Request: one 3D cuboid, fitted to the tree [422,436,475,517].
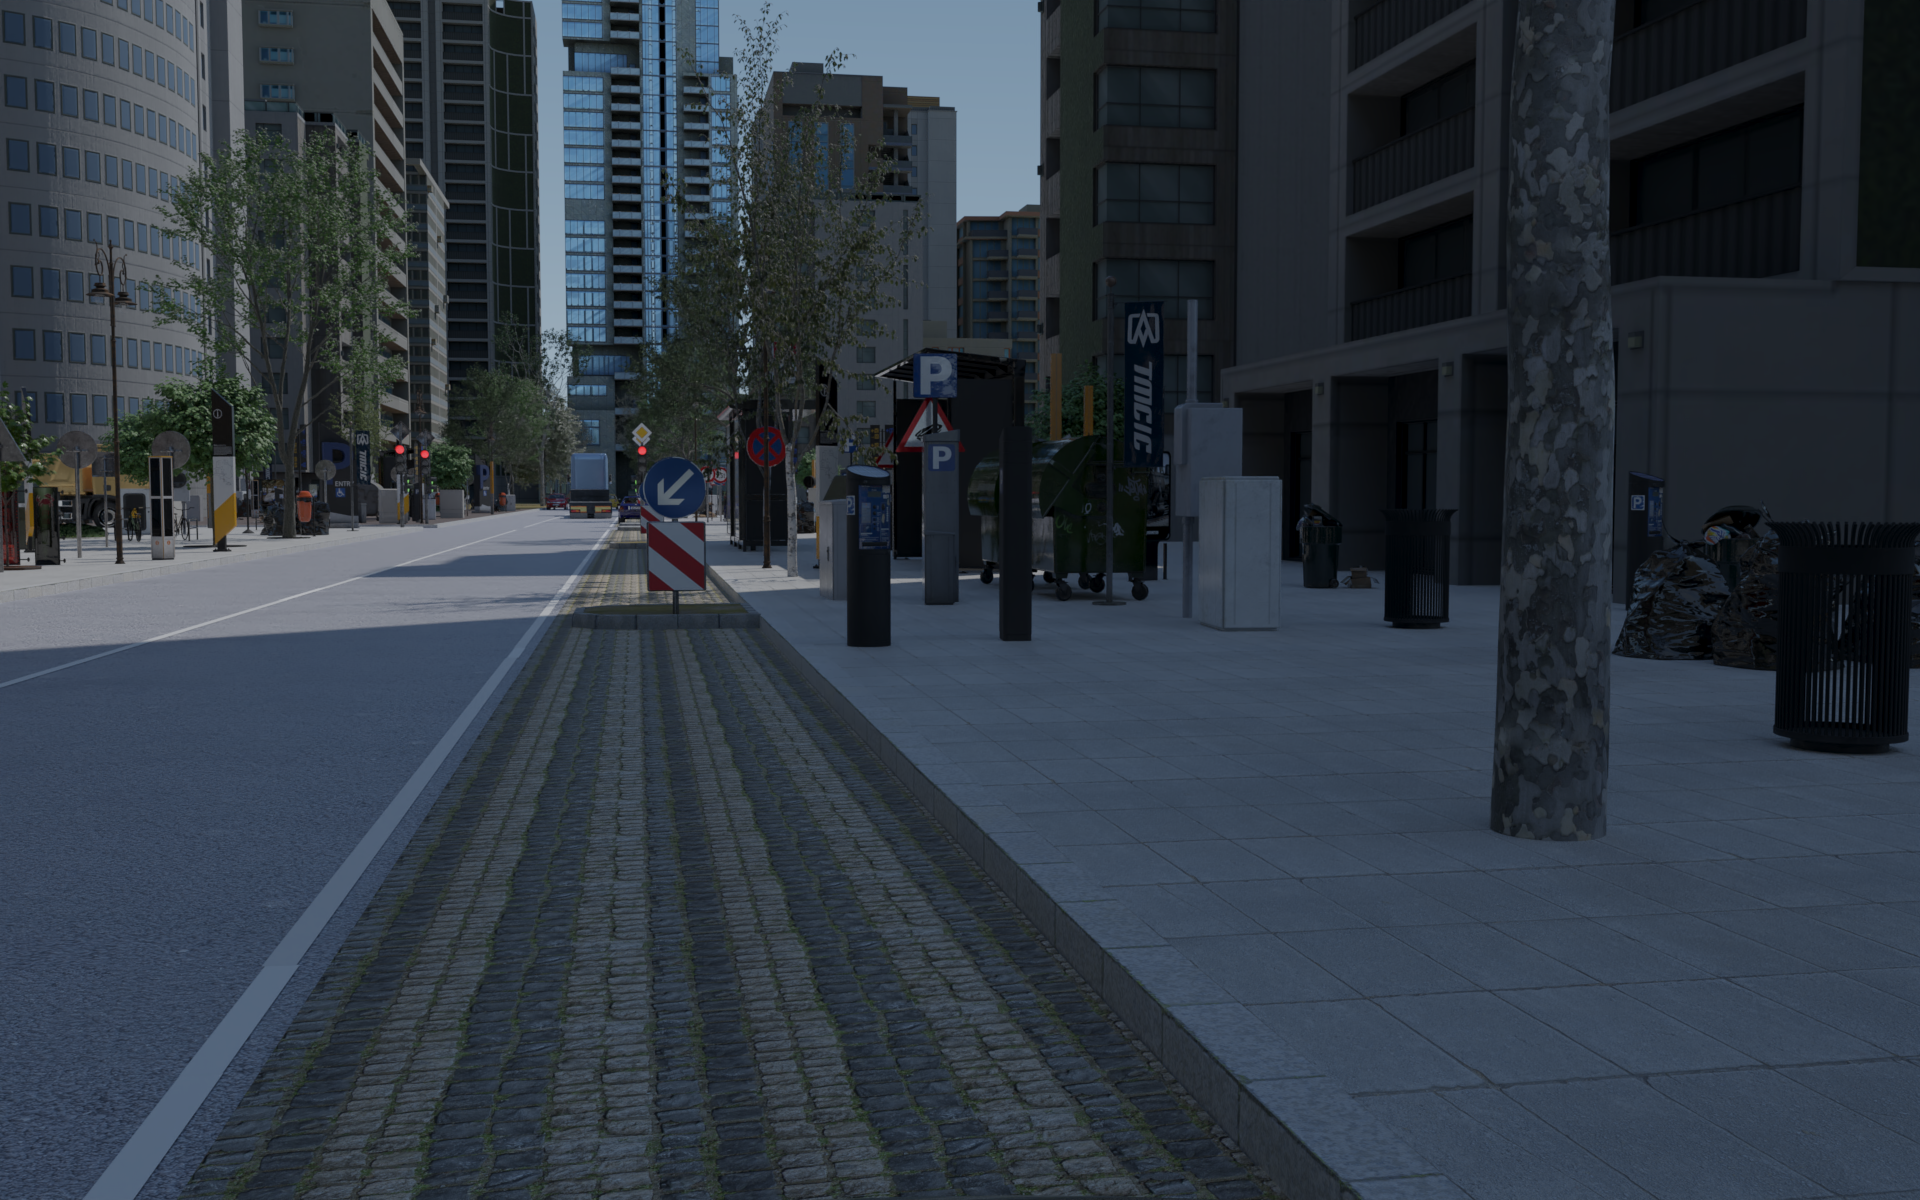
[{"bbox_3d":[-28.969,-6.957,97.459,4.285,4.588,4.351,0,3,0],"label":"tree"}]

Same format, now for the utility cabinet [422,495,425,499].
[{"bbox_3d":[-42.714,-7.759,138.015,0.306,1.237,1.020,0,4,-3],"label":"utility cabinet"}]

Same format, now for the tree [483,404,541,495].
[{"bbox_3d":[-34.548,-11.151,132.677,4.360,8.622,3.978,0,3,0],"label":"tree"}]

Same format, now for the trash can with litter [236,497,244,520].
[{"bbox_3d":[-36.315,-4.553,85.495,1.678,1.210,2.233,2,4,30],"label":"trash can with litter"}]

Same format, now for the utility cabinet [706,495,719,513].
[{"bbox_3d":[-15.651,-6.021,109.602,0.306,1.237,1.020,2,4,24],"label":"utility cabinet"}]

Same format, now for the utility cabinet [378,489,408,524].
[{"bbox_3d":[-24.428,-4.036,74.668,1.173,1.500,0.318,-3,5,-43],"label":"utility cabinet"}]

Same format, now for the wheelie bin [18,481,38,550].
[{"bbox_3d":[-21.726,-1.972,40.156,0.980,1.594,0.693,-2,4,-31],"label":"wheelie bin"}]

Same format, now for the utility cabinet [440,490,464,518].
[{"bbox_3d":[-26.722,-5.043,91.139,1.173,1.500,0.318,0,4,-2],"label":"utility cabinet"}]

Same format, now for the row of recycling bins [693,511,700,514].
[{"bbox_3d":[-17.637,-6.383,111.479,1.069,1.692,3.534,-2,4,-29],"label":"row of recycling bins"}]

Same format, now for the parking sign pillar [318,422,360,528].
[{"bbox_3d":[-23.446,-4.702,65.345,1.447,3.967,1.447,-2,4,-33],"label":"parking sign pillar"}]

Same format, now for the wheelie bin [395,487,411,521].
[{"bbox_3d":[-26.655,-4.568,82.601,0.980,1.594,0.693,2,4,27],"label":"wheelie bin"}]

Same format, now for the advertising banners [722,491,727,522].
[{"bbox_3d":[-10.608,-5.118,79.871,0.090,3.025,2.074,-2,4,-25],"label":"advertising banners"}]

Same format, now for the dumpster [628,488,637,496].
[{"bbox_3d":[-41.949,-13.410,224.203,1.985,2.255,1.502,-1,4,-9],"label":"dumpster"}]

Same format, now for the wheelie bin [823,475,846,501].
[{"bbox_3d":[-1.876,-1.281,28.851,0.980,1.594,0.693,3,5,40],"label":"wheelie bin"}]

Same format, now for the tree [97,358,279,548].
[{"bbox_3d":[-18.145,-3.569,42.061,4.285,4.588,4.351,0,3,0],"label":"tree"}]

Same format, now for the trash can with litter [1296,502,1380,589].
[{"bbox_3d":[5.166,-0.753,23.691,1.055,1.170,0.624,0,4,1],"label":"trash can with litter"}]

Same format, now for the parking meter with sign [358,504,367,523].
[{"bbox_3d":[-26.736,-4.866,75.821,0.543,3.016,1.738,1,4,20],"label":"parking meter with sign"}]

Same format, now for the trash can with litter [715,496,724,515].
[{"bbox_3d":[-14.414,-5.708,104.718,0.624,1.170,1.055,1,4,15],"label":"trash can with litter"}]

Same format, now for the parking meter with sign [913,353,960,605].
[{"bbox_3d":[-0.260,-1.498,20.753,0.543,3.016,1.738,0,4,-3],"label":"parking meter with sign"}]

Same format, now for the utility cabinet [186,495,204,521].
[{"bbox_3d":[-36.219,-4.313,81.681,1.020,1.237,0.306,1,4,11],"label":"utility cabinet"}]

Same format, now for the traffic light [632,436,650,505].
[{"bbox_3d":[-13.980,-5.324,75.966,0.839,4.253,0.868,-1,4,-11],"label":"traffic light"}]

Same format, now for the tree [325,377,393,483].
[{"bbox_3d":[-35.181,-9.284,102.157,4.737,8.622,4.395,0,3,0],"label":"tree"}]

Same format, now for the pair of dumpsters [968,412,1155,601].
[{"bbox_3d":[1.275,-1.236,22.704,1.574,2.255,4.437,-1,4,-10],"label":"pair of dumpsters"}]

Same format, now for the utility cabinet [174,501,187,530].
[{"bbox_3d":[-27.734,-3.206,61.098,0.318,1.500,1.173,0,4,2],"label":"utility cabinet"}]

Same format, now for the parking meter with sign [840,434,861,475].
[{"bbox_3d":[-3.201,-3.254,49.461,0.543,3.016,1.738,0,4,3],"label":"parking meter with sign"}]

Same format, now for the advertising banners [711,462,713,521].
[{"bbox_3d":[-11.948,-5.332,83.364,0.090,3.025,2.074,-1,4,-8],"label":"advertising banners"}]

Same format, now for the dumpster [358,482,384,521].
[{"bbox_3d":[-28.136,-4.688,82.403,1.264,1.857,1.865,-1,4,-11],"label":"dumpster"}]

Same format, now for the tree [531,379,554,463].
[{"bbox_3d":[-37.192,-13.298,143.176,9.928,11.665,9.643,0,3,0],"label":"tree"}]

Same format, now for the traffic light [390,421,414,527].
[{"bbox_3d":[-21.412,-4.741,66.439,0.839,4.253,0.868,-1,4,-11],"label":"traffic light"}]

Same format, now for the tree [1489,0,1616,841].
[{"bbox_3d":[2.965,-9.259,7.278,12.611,20.169,13.585,0,3,0],"label":"tree"}]

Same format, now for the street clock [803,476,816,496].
[{"bbox_3d":[-5.944,-3.913,68.544,0.471,2.002,0.358,1,4,17],"label":"street clock"}]

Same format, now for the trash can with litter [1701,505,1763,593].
[{"bbox_3d":[7.644,-0.372,17.477,0.624,1.170,1.055,0,4,2],"label":"trash can with litter"}]

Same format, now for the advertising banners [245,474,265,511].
[{"bbox_3d":[-40.829,-6.374,100.399,2.074,3.025,0.090,2,4,33],"label":"advertising banners"}]

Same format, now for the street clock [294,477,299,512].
[{"bbox_3d":[-28.203,-4.216,73.505,0.358,2.002,0.471,2,4,30],"label":"street clock"}]

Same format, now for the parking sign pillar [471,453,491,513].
[{"bbox_3d":[-31.849,-7.765,115.427,1.447,3.967,1.447,1,4,17],"label":"parking sign pillar"}]

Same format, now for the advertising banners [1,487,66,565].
[{"bbox_3d":[-17.190,-2.141,31.200,2.074,3.025,0.090,0,4,2],"label":"advertising banners"}]

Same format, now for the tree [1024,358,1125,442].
[{"bbox_3d":[3.167,-3.562,41.951,4.285,4.588,4.351,0,3,0],"label":"tree"}]

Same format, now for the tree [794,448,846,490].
[{"bbox_3d":[-10.240,-8.447,121.828,4.285,4.588,4.351,0,3,0],"label":"tree"}]

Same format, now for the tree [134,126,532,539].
[{"bbox_3d":[-19.243,-7.560,49.360,9.928,11.665,9.643,0,3,0],"label":"tree"}]

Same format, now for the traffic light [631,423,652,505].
[{"bbox_3d":[-12.509,-4.844,68.118,0.839,4.253,0.868,-1,4,-11],"label":"traffic light"}]

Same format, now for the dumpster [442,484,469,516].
[{"bbox_3d":[-29.561,-6.043,101.293,1.502,2.255,1.985,-1,4,-11],"label":"dumpster"}]

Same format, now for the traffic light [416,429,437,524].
[{"bbox_3d":[-22.884,-5.221,74.288,0.839,4.253,0.868,-1,4,-11],"label":"traffic light"}]

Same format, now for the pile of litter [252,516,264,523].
[{"bbox_3d":[-30.954,-3.906,77.828,1.719,0.858,1.176,-1,4,-14],"label":"pile of litter"}]

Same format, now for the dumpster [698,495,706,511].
[{"bbox_3d":[-16.216,-6.158,106.440,1.264,1.857,1.865,-1,4,-10],"label":"dumpster"}]

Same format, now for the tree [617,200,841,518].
[{"bbox_3d":[-7.480,-7.433,55.947,7.601,10.594,8.767,-1,4,-22],"label":"tree"}]

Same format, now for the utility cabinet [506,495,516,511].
[{"bbox_3d":[-33.685,-7.215,129.125,1.020,1.237,0.306,-1,4,-22],"label":"utility cabinet"}]

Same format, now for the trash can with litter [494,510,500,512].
[{"bbox_3d":[-32.888,-6.756,121.514,2.233,1.210,1.678,-3,5,-43],"label":"trash can with litter"}]

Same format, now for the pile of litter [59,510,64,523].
[{"bbox_3d":[-30.304,-2.724,58.506,1.176,0.858,1.719,-1,4,-23],"label":"pile of litter"}]

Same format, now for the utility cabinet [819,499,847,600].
[{"bbox_3d":[-1.526,-0.625,21.376,0.306,1.237,1.020,-1,4,-14],"label":"utility cabinet"}]

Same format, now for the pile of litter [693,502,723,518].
[{"bbox_3d":[-13.749,-4.909,94.226,1.719,0.858,1.176,2,4,33],"label":"pile of litter"}]

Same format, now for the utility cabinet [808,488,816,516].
[{"bbox_3d":[-4.923,-3.330,63.119,1.173,1.500,0.318,1,4,18],"label":"utility cabinet"}]

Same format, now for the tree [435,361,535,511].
[{"bbox_3d":[-33.765,-11.505,122.523,8.767,10.594,7.601,2,4,35],"label":"tree"}]
